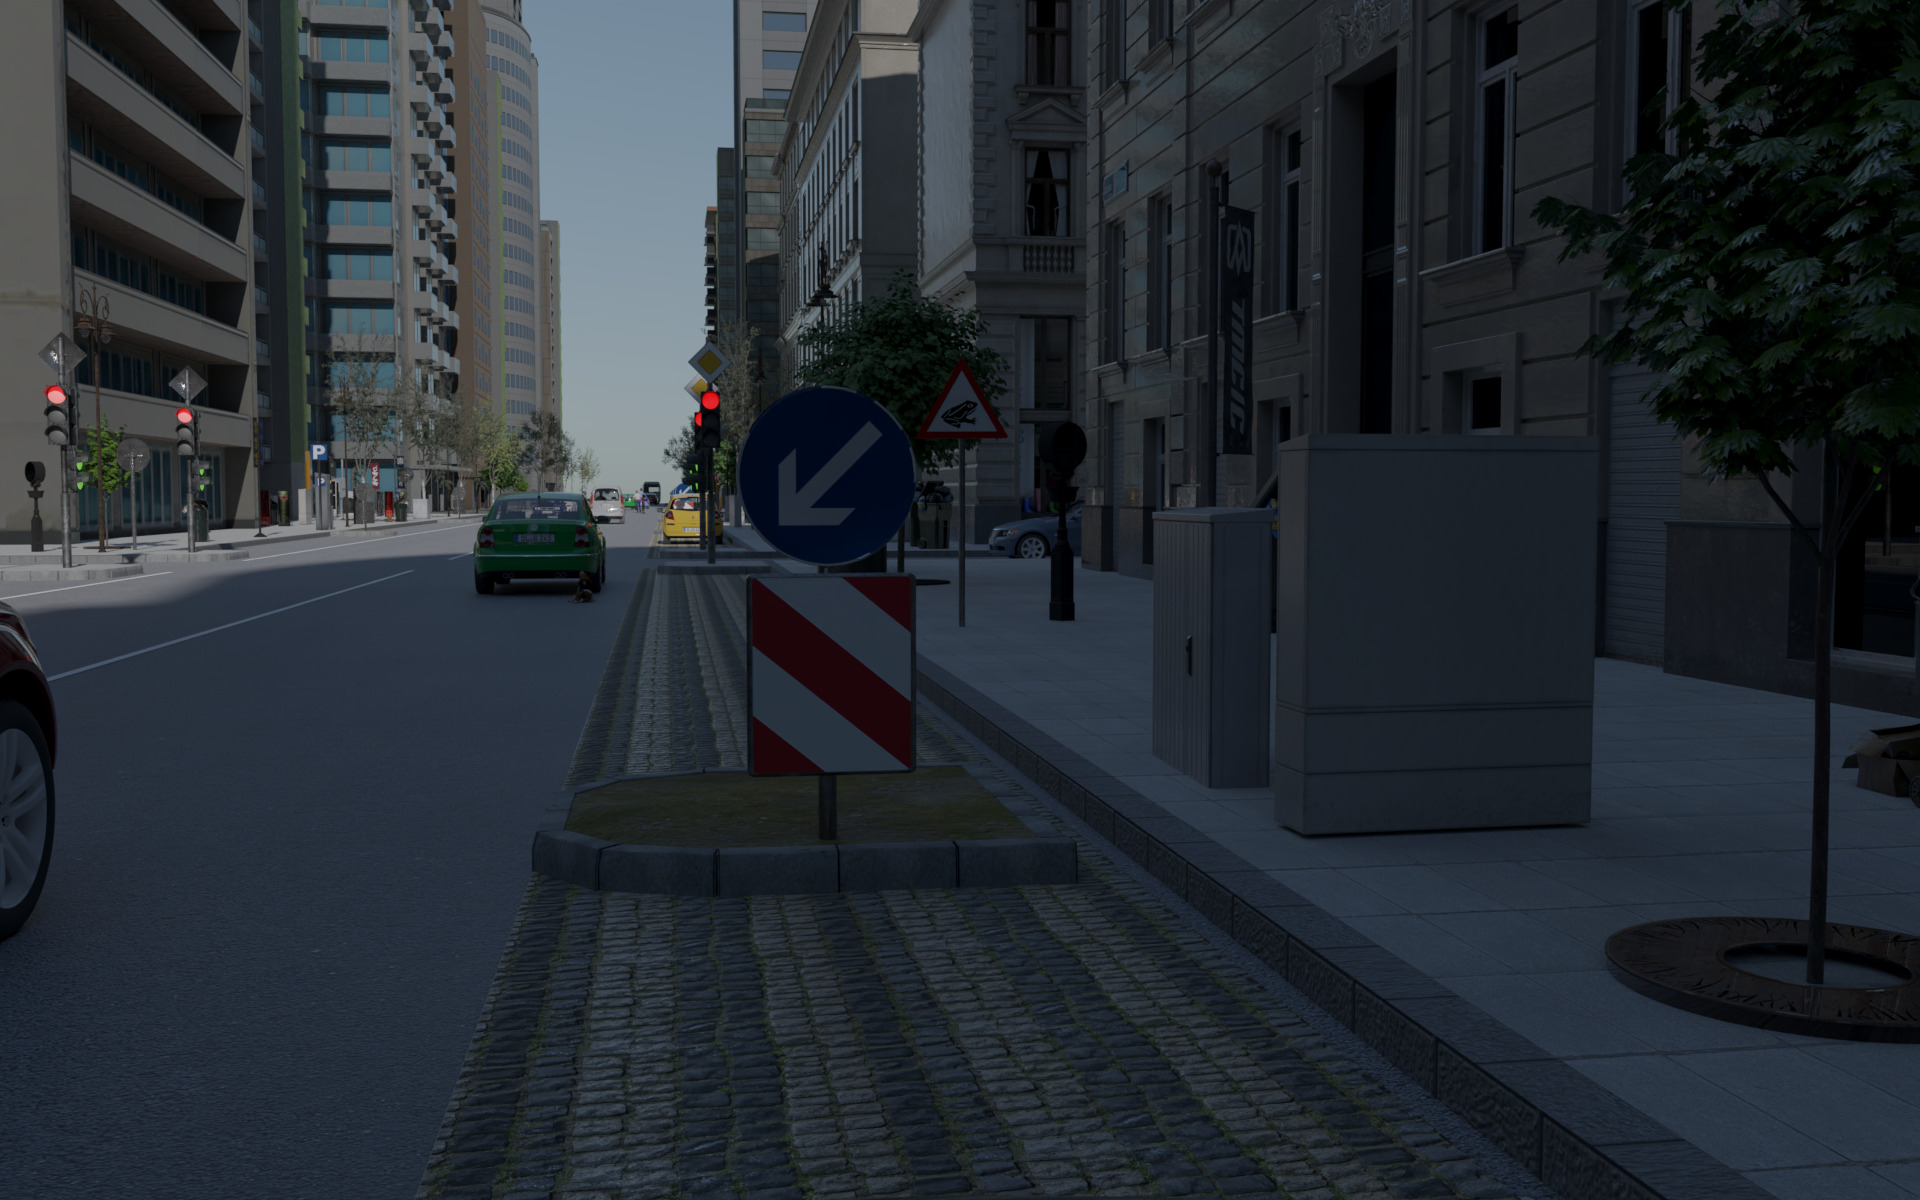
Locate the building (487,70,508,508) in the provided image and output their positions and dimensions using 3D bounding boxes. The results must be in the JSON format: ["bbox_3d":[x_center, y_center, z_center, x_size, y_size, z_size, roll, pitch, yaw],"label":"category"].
[{"bbox_3d":[-50.187,-29.205,161.093,14.154,41.232,14.086,-1,4,-10],"label":"building"}]

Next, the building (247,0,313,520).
[{"bbox_3d":[-39.801,-24.362,81.919,14.154,41.232,14.086,-1,4,-10],"label":"building"}]

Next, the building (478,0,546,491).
[{"bbox_3d":[-66.660,-48.517,231.508,20.563,71.187,20.611,-1,4,-10],"label":"building"}]

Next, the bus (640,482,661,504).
[{"bbox_3d":[-46.536,-16.255,260.630,2.948,3.499,13.247,-1,4,-12],"label":"bus"}]

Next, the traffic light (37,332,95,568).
[{"bbox_3d":[-15.511,-2.513,30.012,0.839,4.253,0.868,-1,4,-10],"label":"traffic light"}]

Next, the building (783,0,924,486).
[{"bbox_3d":[1.290,-14.875,76.491,16.112,22.955,30.059,-1,4,-10],"label":"building"}]

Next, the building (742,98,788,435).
[{"bbox_3d":[-9.366,-21.963,130.793,14.160,30.474,14.107,-1,4,-10],"label":"building"}]

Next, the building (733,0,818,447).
[{"bbox_3d":[-9.266,-37.318,152.150,21.231,58.520,28.212,-1,4,-10],"label":"building"}]

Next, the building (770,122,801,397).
[{"bbox_3d":[-4.347,-18.730,103.497,12.463,27.353,25.104,-1,4,-10],"label":"building"}]

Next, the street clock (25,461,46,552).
[{"bbox_3d":[-20.456,-2.066,38.352,0.471,2.002,0.358,2,4,34],"label":"street clock"}]

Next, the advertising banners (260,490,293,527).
[{"bbox_3d":[-27.399,-4.403,68.172,2.074,3.025,0.090,-2,4,-29],"label":"advertising banners"}]

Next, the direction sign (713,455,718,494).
[{"bbox_3d":[-13.559,-6.345,95.742,0.379,3.537,0.876,-3,4,-37],"label":"direction sign"}]

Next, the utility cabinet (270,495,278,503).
[{"bbox_3d":[-31.249,-4.094,78.102,1.020,1.237,0.306,1,4,22],"label":"utility cabinet"}]

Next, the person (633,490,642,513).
[{"bbox_3d":[-24.566,-7.489,131.879,0.756,1.711,0.436,-1,4,-21],"label":"person"}]

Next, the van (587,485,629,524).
[{"bbox_3d":[-17.027,-4.686,83.626,2.013,2.044,4.112,-1,4,-11],"label":"van"}]

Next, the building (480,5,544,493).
[{"bbox_3d":[-62.084,-40.731,207.955,21.231,58.520,28.212,-1,4,-10],"label":"building"}]

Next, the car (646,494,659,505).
[{"bbox_3d":[-40.718,-13.397,228.082,2.155,1.783,4.494,0,4,-8],"label":"car"}]

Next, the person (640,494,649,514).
[{"bbox_3d":[-23.250,-7.066,127.291,0.557,1.426,1.065,-3,5,-44],"label":"person"}]

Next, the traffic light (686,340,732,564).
[{"bbox_3d":[-4.605,-2.626,31.859,0.839,4.253,0.868,-1,4,-10],"label":"traffic light"}]

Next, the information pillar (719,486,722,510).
[{"bbox_3d":[-15.834,-7.542,114.670,0.183,3.616,0.504,-2,4,-25],"label":"information pillar"}]

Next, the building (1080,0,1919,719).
[{"bbox_3d":[9.666,-13.507,18.096,12.463,27.353,25.104,-1,4,-10],"label":"building"}]

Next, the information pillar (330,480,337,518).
[{"bbox_3d":[-33.935,-5.457,93.710,0.304,2.012,0.304,-2,4,-33],"label":"information pillar"}]

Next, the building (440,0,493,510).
[{"bbox_3d":[-47.750,-30.389,146.965,14.600,45.320,14.200,-1,4,-10],"label":"building"}]

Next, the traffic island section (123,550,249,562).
[{"bbox_3d":[-16.879,-0.962,38.014,2.009,0.180,2.903,-1,4,-10],"label":"traffic island section"}]

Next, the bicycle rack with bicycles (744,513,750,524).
[{"bbox_3d":[-8.183,-3.786,75.276,2.852,0.926,2.925,-1,4,-17],"label":"bicycle rack with bicycles"}]

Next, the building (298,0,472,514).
[{"bbox_3d":[-48.524,-30.857,124.122,23.786,49.044,30.456,-1,4,-10],"label":"building"}]

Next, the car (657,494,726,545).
[{"bbox_3d":[-7.769,-2.446,50.222,2.015,1.641,3.980,-1,4,-10],"label":"car"}]

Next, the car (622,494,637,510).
[{"bbox_3d":[-30.031,-9.042,156.638,1.959,1.807,4.718,-1,4,-10],"label":"car"}]

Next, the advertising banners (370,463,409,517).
[{"bbox_3d":[-31.704,-6.117,96.204,2.074,3.025,0.090,0,4,-5],"label":"advertising banners"}]

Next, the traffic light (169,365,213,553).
[{"bbox_3d":[-16.838,-2.995,37.886,0.839,4.253,0.868,-1,4,-10],"label":"traffic light"}]

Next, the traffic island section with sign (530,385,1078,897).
[{"bbox_3d":[-0.712,0.094,7.096,1.989,1.847,2.006,-1,4,-10],"label":"traffic island section with sign"}]

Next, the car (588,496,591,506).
[{"bbox_3d":[-35.790,-9.831,170.954,2.015,1.641,3.980,-1,4,-9],"label":"car"}]

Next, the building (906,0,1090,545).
[{"bbox_3d":[8.685,-13.496,49.540,19.941,23.489,11.050,-1,4,-10],"label":"building"}]

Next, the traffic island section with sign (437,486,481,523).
[{"bbox_3d":[-25.186,-4.804,87.181,1.989,1.847,2.006,-1,4,-10],"label":"traffic island section with sign"}]

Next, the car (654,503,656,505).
[{"bbox_3d":[-41.941,-13.578,234.006,2.014,1.417,4.499,-1,4,-9],"label":"car"}]

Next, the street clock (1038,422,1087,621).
[{"bbox_3d":[1.036,-0.793,17.531,0.471,2.002,0.358,-3,4,-38],"label":"street clock"}]

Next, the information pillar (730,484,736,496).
[{"bbox_3d":[-13.922,-6.220,106.196,0.304,2.012,0.304,0,4,1],"label":"information pillar"}]

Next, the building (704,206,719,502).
[{"bbox_3d":[-26.910,-36.978,259.218,22.147,44.769,28.867,-1,4,-10],"label":"building"}]

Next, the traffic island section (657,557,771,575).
[{"bbox_3d":[-4.564,-0.593,31.980,2.009,0.180,2.903,-1,4,-10],"label":"traffic island section"}]

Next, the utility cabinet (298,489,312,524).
[{"bbox_3d":[-27.587,-3.929,72.915,0.318,1.500,1.173,-1,4,-10],"label":"utility cabinet"}]

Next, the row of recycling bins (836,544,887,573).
[{"bbox_3d":[-1.795,-1.347,29.143,1.069,1.692,3.534,-1,4,-9],"label":"row of recycling bins"}]

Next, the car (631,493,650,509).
[{"bbox_3d":[-31.141,-9.729,168.656,1.945,1.707,3.694,0,4,-8],"label":"car"}]

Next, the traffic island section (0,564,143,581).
[{"bbox_3d":[-15.552,-0.481,30.139,2.009,0.180,2.903,-1,4,-10],"label":"traffic island section"}]

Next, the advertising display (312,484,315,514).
[{"bbox_3d":[-41.063,-6.399,109.834,0.123,1.923,0.974,0,4,-4],"label":"advertising display"}]

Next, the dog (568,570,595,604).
[{"bbox_3d":[-5.092,-0.175,23.062,0.550,0.427,0.748,2,4,27],"label":"dog"}]

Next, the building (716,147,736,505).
[{"bbox_3d":[-22.036,-32.072,207.973,14.154,41.232,14.086,-1,4,-10],"label":"building"}]

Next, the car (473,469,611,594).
[{"bbox_3d":[-6.336,-1.076,26.394,1.959,1.807,4.718,-1,4,-10],"label":"car"}]

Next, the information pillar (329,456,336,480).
[{"bbox_3d":[-38.813,-7.085,107.192,0.183,3.616,0.504,1,4,22],"label":"information pillar"}]

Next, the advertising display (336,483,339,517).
[{"bbox_3d":[-35.275,-5.654,97.654,0.123,1.923,0.974,-3,5,-42],"label":"advertising display"}]

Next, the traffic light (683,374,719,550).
[{"bbox_3d":[-5.933,-3.108,39.733,0.839,4.253,0.868,-1,4,-10],"label":"traffic light"}]

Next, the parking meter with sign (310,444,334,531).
[{"bbox_3d":[-22.670,-4.000,61.666,0.543,3.016,1.738,-1,4,-12],"label":"parking meter with sign"}]

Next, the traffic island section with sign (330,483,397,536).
[{"bbox_3d":[-20.571,-3.133,59.857,1.989,1.847,2.006,-1,4,-10],"label":"traffic island section with sign"}]

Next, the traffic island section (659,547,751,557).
[{"bbox_3d":[-5.891,-1.075,39.854,2.009,0.180,2.903,-1,4,-10],"label":"traffic island section"}]

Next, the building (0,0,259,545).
[{"bbox_3d":[-34.855,-26.136,51.028,21.300,48.544,21.600,-1,4,-10],"label":"building"}]

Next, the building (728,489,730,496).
[{"bbox_3d":[-13.401,-45.190,177.104,20.563,71.187,20.611,-1,4,-10],"label":"building"}]

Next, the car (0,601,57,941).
[{"bbox_3d":[-3.820,0.298,3.808,2.281,1.827,5.304,0,4,-8],"label":"car"}]

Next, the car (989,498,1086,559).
[{"bbox_3d":[2.842,-1.488,36.336,4.499,1.417,2.014,0,4,-8],"label":"car"}]

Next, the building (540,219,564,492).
[{"bbox_3d":[-65.210,-34.679,250.589,14.154,41.232,14.086,-1,4,-10],"label":"building"}]

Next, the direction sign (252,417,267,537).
[{"bbox_3d":[-20.831,-3.636,51.452,0.379,3.537,0.876,0,4,-5],"label":"direction sign"}]
